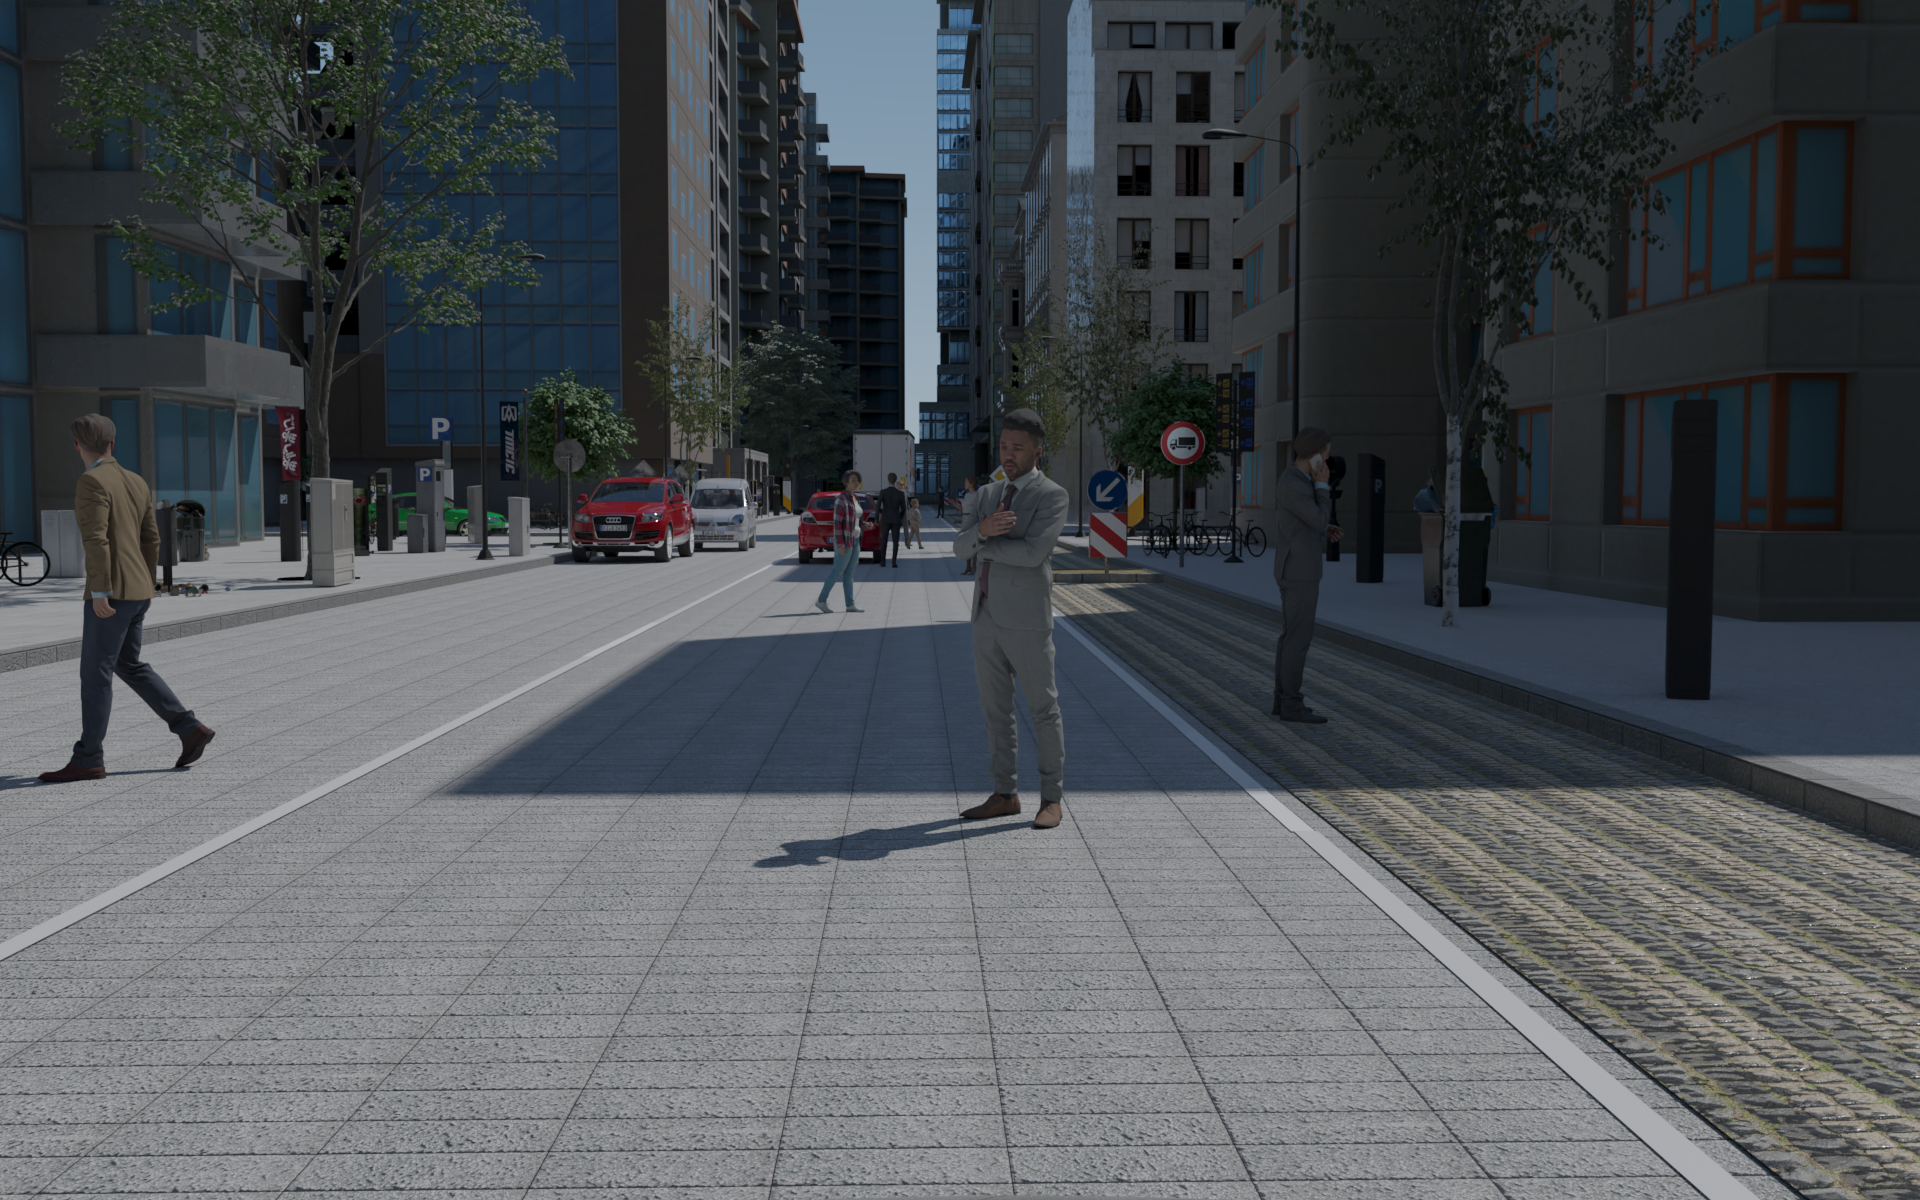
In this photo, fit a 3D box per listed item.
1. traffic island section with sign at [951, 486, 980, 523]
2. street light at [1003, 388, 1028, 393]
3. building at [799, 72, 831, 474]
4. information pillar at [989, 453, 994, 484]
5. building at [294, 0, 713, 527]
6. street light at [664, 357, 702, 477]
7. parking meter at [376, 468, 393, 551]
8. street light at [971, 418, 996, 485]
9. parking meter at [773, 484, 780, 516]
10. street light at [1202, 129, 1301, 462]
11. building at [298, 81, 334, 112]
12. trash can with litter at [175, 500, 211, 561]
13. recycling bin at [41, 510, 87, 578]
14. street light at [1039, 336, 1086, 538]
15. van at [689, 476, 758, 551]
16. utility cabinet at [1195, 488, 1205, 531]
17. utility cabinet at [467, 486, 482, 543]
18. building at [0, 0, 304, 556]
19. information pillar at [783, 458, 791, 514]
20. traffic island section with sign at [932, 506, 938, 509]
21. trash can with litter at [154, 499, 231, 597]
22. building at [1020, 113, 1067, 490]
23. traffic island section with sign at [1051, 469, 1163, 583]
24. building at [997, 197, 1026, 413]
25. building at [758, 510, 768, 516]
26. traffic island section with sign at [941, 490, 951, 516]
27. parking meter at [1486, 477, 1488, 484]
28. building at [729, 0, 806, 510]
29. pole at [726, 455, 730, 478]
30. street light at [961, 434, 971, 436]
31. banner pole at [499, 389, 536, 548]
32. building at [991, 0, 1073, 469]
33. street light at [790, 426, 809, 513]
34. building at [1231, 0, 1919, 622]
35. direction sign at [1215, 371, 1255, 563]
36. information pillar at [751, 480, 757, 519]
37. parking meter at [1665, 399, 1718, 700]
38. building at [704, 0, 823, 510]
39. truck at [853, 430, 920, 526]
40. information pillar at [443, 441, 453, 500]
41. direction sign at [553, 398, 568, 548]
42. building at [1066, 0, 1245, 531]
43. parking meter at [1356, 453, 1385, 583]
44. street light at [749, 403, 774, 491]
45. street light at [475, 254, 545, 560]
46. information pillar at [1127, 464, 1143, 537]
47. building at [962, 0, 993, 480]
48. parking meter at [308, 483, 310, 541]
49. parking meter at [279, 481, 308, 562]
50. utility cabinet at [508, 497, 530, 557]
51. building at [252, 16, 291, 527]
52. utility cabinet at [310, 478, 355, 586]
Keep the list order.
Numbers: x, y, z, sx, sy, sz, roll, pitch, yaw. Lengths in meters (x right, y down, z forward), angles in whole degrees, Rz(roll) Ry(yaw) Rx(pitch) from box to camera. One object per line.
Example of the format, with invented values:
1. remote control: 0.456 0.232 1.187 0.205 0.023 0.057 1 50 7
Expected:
1. traffic island section with sign: 0.718 -4.671 84.991 1.989 1.847 2.006 0 4 -2
2. street light: 2.486 -6.308 75.678 1.470 5.913 1.316 0 4 -2
3. building: -30.134 -35.263 196.152 30.456 49.044 23.786 0 4 -2
4. information pillar: 1.798 -6.596 99.202 0.183 3.616 0.504 2 4 24
5. building: -18.407 -25.895 73.491 14.600 45.320 14.200 0 4 -2
6. street light: -9.416 -5.264 58.610 1.470 5.913 1.316 0 4 -2
7. parking meter: -12.945 -2.032 38.941 0.255 1.863 0.399 0 3 0
8. street light: 1.597 -8.122 105.343 1.470 5.913 1.316 0 4 -2
9. parking meter: -10.778 -5.873 101.734 0.255 1.863 0.399 -3 4 -38
10. street light: 3.776 -3.039 22.227 1.470 5.913 1.316 0 4 -2
11. building: -74.231 -39.201 230.168 27.495 52.752 28.713 0 4 -2
12. trash can with litter: -14.665 -1.322 33.006 0.624 1.170 1.055 -1 4 -14
13. recycling bin: -13.628 -0.868 26.753 0.722 1.027 0.722 1 4 15
14. street light: 3.030 -4.803 51.073 1.470 5.913 1.316 0 4 -2
15. van: -6.184 -2.300 44.620 2.013 2.044 4.112 0 4 -3
16. utility cabinet: 8.194 -3.085 59.126 0.318 1.500 1.173 0 4 6
17. utility cabinet: -12.577 -2.223 45.019 0.318 1.500 1.173 -2 4 -24
18. building: -31.489 -25.467 35.993 30.456 49.044 23.786 0 4 -2
19. information pillar: -10.973 -7.250 109.895 0.504 3.616 0.183 1 4 11
20. traffic island section with sign: -1.362 -9.311 160.861 1.989 1.847 2.006 0 4 -2
21. trash can with litter: -10.288 -0.688 22.309 1.678 1.210 2.233 -2 4 -31
22. building: 8.543 -14.716 89.754 9.793 20.994 18.267 0 4 -2
23. traffic island section with sign: 2.249 -1.224 28.638 1.989 1.847 2.006 0 4 -2
24. building: 9.810 -18.222 117.006 14.460 24.649 34.723 0 4 -2
25. building: -21.883 -40.463 99.824 20.563 71.187 20.611 0 4 -2
26. traffic island section with sign: -0.024 -6.319 111.936 1.989 1.847 2.006 0 4 -2
27. parking meter: 6.757 -0.883 22.855 0.372 1.533 0.369 0 3 0
28. building: -24.616 -30.137 147.366 22.147 44.769 28.867 0 4 -2
29. pole: -12.082 -5.898 90.270 0.158 3.312 0.155 0 3 0
30. street light: 0.789 -9.887 134.188 1.470 5.913 1.316 0 4 -2
31. banner pole: -10.531 -3.126 41.131 0.863 3.779 0.401 -2 4 -35
32. building: 9.521 -28.250 145.486 14.154 41.232 14.086 0 4 -2
33. street light: -10.943 -8.863 117.444 1.470 5.913 1.316 0 4 -2
34. building: 21.428 -11.404 31.491 27.650 21.520 28.899 0 4 -2
35. direction sign: 5.126 -2.467 32.333 0.379 3.537 0.876 -3 5 -44
36. information pillar: -10.775 -5.237 90.117 0.304 2.012 0.304 2 4 32
37. parking meter: 4.612 -0.319 10.928 0.255 1.863 0.399 1 4 20
38. building: -24.232 -44.857 171.660 20.563 71.187 20.611 0 4 -2
39. truck: -3.408 -5.638 81.094 2.839 4.237 11.283 0 4 0
40. information pillar: -17.389 -4.124 58.782 0.504 3.616 0.183 2 4 33
41. direction sign: -9.497 -3.003 41.093 0.379 3.537 0.876 -2 4 -27
42. building: 12.853 -12.850 64.848 16.860 20.320 10.420 0 4 -2
43. parking meter: 5.944 -1.183 25.057 0.399 1.863 0.255 -3 5 -43
44. street light: -10.129 -7.059 87.951 1.470 5.913 1.316 0 4 -2
45. street light: -8.718 -3.735 33.616 1.470 5.913 1.316 0 4 -2
46. information pillar: 5.231 -3.690 51.690 0.504 3.616 0.183 2 4 32
47. building: 14.906 -37.050 195.011 28.713 52.752 27.495 0 4 -2
48. parking meter: -14.722 -1.904 39.546 0.372 1.533 0.369 0 3 0
49. parking meter: -12.727 -1.498 32.909 0.372 1.533 0.369 0 3 0
50. utility cabinet: -9.147 -1.518 35.984 0.306 1.237 1.020 0 4 -5
51. building: -33.549 -25.371 64.932 14.200 45.320 14.600 0 4 -2
52. utility cabinet: -8.780 -0.955 24.285 0.318 1.500 1.173 0 4 -6
